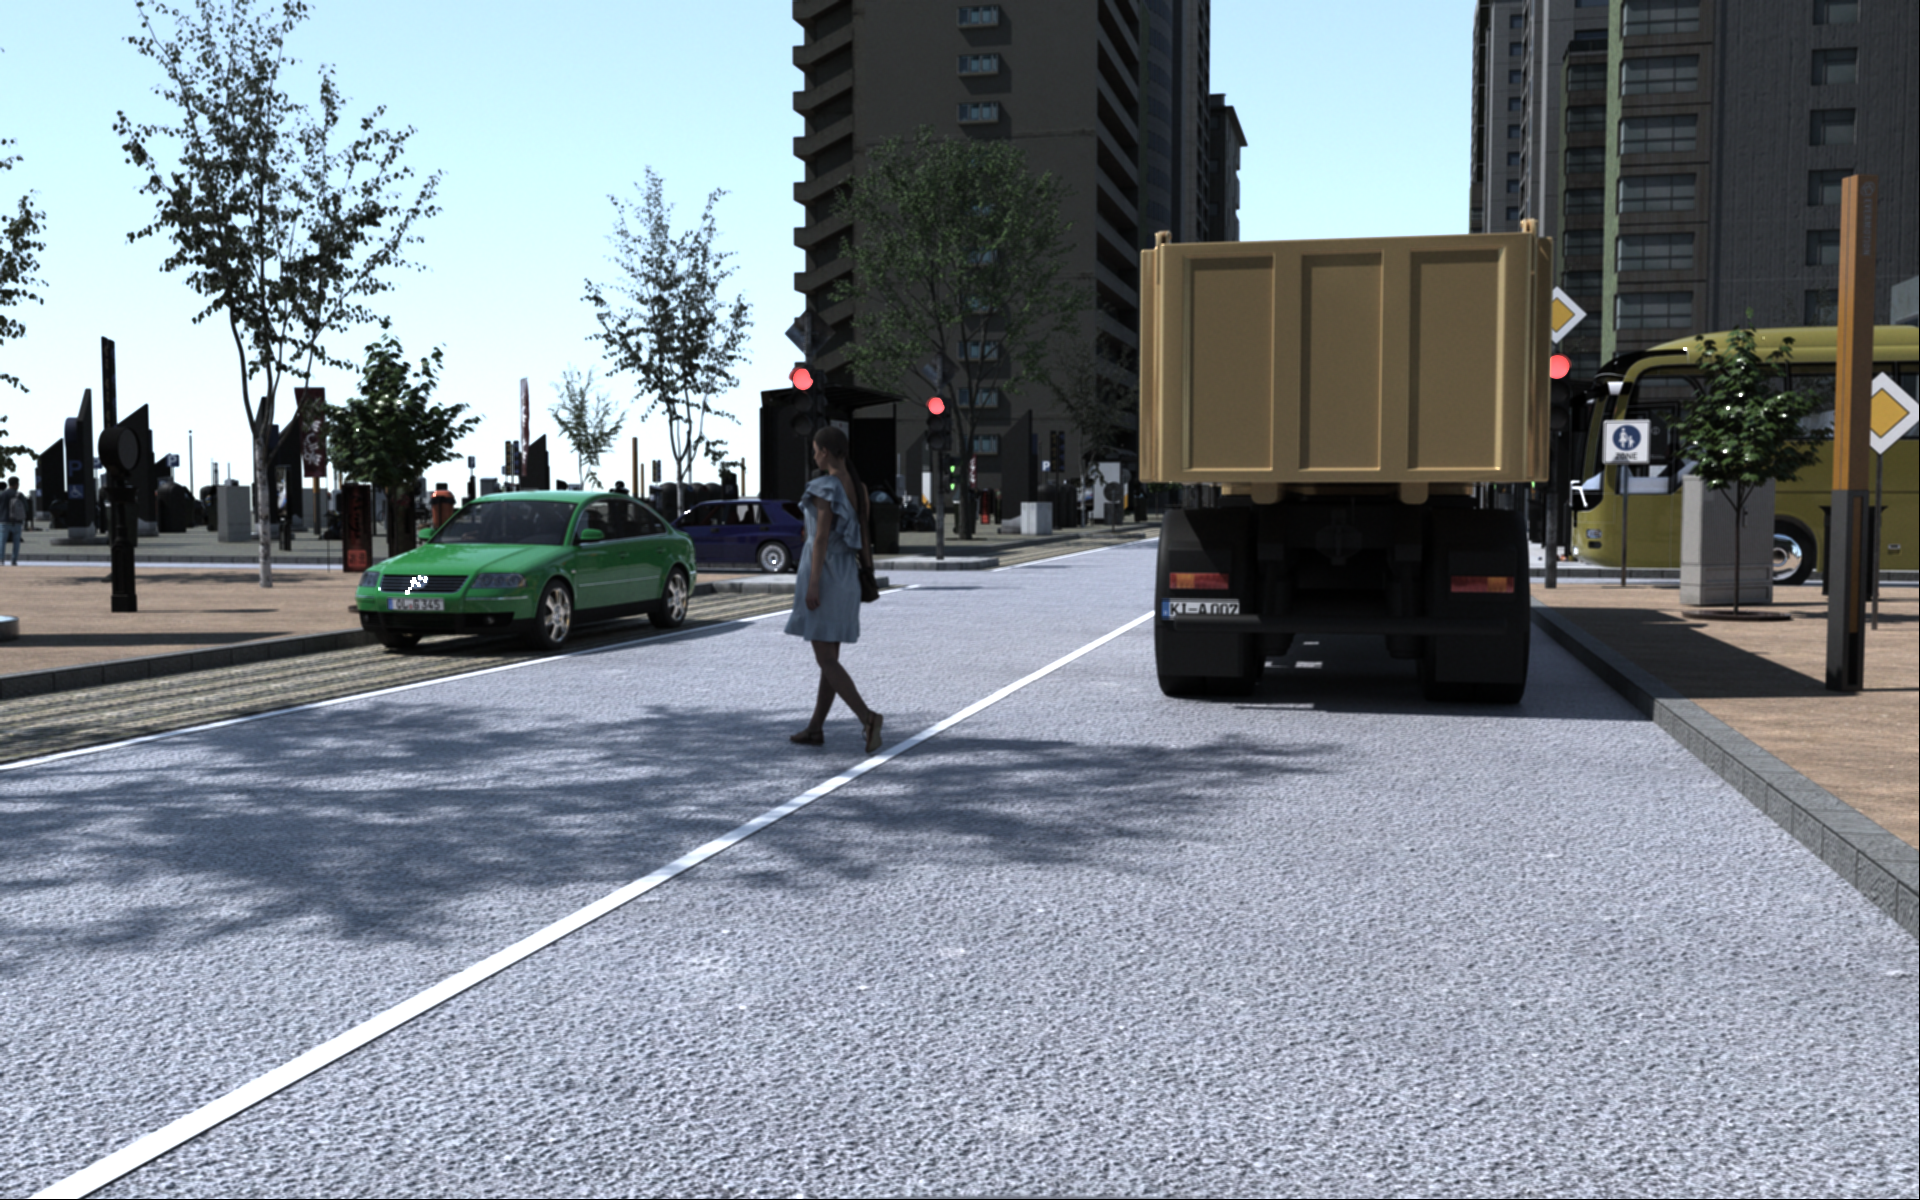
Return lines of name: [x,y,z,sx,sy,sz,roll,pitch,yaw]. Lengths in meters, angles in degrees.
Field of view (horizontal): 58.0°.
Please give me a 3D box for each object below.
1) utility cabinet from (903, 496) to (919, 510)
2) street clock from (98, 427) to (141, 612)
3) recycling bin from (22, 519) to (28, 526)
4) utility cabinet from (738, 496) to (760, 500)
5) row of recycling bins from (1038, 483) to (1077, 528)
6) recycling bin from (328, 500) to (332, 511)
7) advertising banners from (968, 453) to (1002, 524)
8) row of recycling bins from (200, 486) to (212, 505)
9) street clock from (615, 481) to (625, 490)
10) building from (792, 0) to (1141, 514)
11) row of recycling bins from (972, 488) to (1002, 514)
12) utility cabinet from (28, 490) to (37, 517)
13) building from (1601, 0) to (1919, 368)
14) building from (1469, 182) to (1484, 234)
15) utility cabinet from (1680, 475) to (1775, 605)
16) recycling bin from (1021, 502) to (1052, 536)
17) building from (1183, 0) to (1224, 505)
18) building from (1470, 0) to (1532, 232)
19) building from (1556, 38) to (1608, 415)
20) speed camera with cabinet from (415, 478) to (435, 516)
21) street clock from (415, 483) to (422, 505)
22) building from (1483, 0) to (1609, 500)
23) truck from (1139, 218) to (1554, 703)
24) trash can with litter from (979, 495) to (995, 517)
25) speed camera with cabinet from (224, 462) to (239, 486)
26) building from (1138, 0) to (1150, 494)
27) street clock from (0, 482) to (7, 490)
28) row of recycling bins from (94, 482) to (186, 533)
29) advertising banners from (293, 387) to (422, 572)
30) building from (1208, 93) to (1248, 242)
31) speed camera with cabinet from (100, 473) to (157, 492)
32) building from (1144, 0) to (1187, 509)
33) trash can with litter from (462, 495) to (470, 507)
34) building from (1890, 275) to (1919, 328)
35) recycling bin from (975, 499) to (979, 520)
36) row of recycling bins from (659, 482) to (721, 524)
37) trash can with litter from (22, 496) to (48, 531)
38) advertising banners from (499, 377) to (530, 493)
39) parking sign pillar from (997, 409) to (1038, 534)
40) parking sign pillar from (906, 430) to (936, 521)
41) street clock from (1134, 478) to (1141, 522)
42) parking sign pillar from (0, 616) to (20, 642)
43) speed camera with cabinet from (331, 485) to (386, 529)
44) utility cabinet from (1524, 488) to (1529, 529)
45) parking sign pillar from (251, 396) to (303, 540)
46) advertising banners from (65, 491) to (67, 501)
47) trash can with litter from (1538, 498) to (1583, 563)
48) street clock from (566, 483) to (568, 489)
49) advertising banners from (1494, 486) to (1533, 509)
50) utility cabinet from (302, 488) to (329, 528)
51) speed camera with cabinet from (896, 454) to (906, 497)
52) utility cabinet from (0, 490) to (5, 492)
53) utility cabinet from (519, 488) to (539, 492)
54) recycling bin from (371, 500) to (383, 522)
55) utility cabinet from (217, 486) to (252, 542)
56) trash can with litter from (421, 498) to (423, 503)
utility cabinet: [-1.751,-3.090,61.679,0.306,1.237,1.020,-1,4,-19]
street clock: [-9.100,-0.870,18.800,0.358,2.002,0.471,0,4,4]
recycling bin: [-37.588,-3.448,68.926,0.722,1.027,0.722,-1,4,-12]
utility cabinet: [-5.932,-2.337,49.368,0.306,1.237,1.020,-3,5,-44]
row of recycling bins: [3.760,-3.641,66.648,1.069,1.692,3.534,1,4,19]
recycling bin: [-26.229,-3.668,72.521,0.722,1.027,0.722,0,4,7]
advertising banners: [1.106,-4.752,73.878,2.074,3.025,0.090,3,5,40]
row of recycling bins: [-37.193,-4.854,86.482,1.069,1.692,3.534,-1,4,-14]
street clock: [-18.665,-5.536,95.079,0.471,2.002,0.358,1,4,22]
building: [0.581,-30.430,121.226,21.300,48.544,21.600,1,4,14]
row of recycling bins: [2.126,-6.273,109.668,3.534,1.692,1.069,2,4,30]
utility cabinet: [-50.314,-5.270,94.850,1.173,1.500,0.318,-3,5,-45]
building: [37.123,-24.245,79.997,14.154,41.232,14.086,1,4,14]
building: [73.711,-33.256,227.337,14.154,41.232,14.086,1,4,14]
utility cabinet: [8.867,-0.691,19.979,1.173,1.500,0.318,-2,4,-26]
recycling bin: [2.383,-2.524,53.824,0.722,1.027,0.722,-3,5,-43]
building: [21.690,-47.216,210.230,20.563,71.187,20.611,1,4,14]
building: [80.423,-49.258,243.612,20.563,71.187,20.611,1,4,14]
building: [45.913,-20.844,112.498,14.160,30.474,14.107,1,4,14]
speed camera with cabinet: [-29.591,-6.215,95.949,0.660,3.252,2.038,1,4,17]
street clock: [-29.075,-5.391,92.710,0.471,2.002,0.358,1,4,15]
building: [72.719,-40.544,204.888,21.231,58.520,28.212,1,4,14]
truck: [3.473,-1.206,15.644,3.469,3.379,9.791,1,4,13]
trash can with litter: [2.519,-5.516,101.243,2.233,1.210,1.678,3,5,41]
speed camera with cabinet: [-45.530,-6.895,107.073,0.660,3.252,2.038,1,4,20]
building: [7.256,-27.878,139.407,14.154,41.232,14.086,1,4,14]
street clock: [-55.790,-5.894,100.943,0.358,2.002,0.471,2,4,33]
row of recycling bins: [-27.460,-3.061,57.158,3.534,1.692,1.069,-3,4,-36]
advertising banners: [-9.832,-1.962,28.271,2.074,3.025,0.090,0,4,4]
building: [23.487,-39.500,235.055,28.713,52.752,27.495,1,4,14]
speed camera with cabinet: [-36.383,-4.975,75.676,2.038,3.252,0.660,-1,4,-14]
building: [8.890,-37.853,160.893,21.231,58.520,28.212,1,4,14]
trash can with litter: [-24.732,-4.722,88.266,2.233,1.210,1.678,0,4,-6]
building: [40.065,-44.378,38.248,31.000,86.520,22.319,1,4,14]
recycling bin: [0.475,-4.529,86.607,0.722,1.027,0.722,-2,4,-27]
row of recycling bins: [-9.574,-3.321,61.411,1.069,1.692,3.534,2,4,24]
trash can with litter: [-32.532,-2.994,60.003,1.678,1.210,2.233,0,4,-7]
advertising banners: [-6.902,-1.874,26.833,0.090,3.025,2.074,-2,4,-26]
parking sign pillar: [1.924,-4.118,55.797,1.447,3.967,1.447,-3,5,-41]
parking sign pillar: [-1.731,-5.209,73.636,1.447,3.967,1.447,-3,5,-41]
street clock: [8.086,-4.548,78.923,0.358,2.002,0.471,1,4,21]
parking sign pillar: [-9.010,-1.620,14.963,1.447,3.967,1.447,-2,4,-25]
speed camera with cabinet: [-21.849,-4.211,63.179,2.038,3.252,0.660,-1,4,-21]
utility cabinet: [20.373,-3.369,63.758,0.318,1.500,1.173,-2,4,-31]
parking sign pillar: [-19.431,-3.671,48.494,1.447,3.967,1.447,-2,4,-33]
advertising banners: [-51.371,-6.305,99.272,2.074,3.025,0.090,-3,5,-43]
trash can with litter: [11.984,-1.358,33.258,1.678,1.210,2.233,3,4,39]
street clock: [-24.662,-6.315,107.824,0.358,2.002,0.471,3,4,37]
advertising banners: [22.602,-4.519,70.078,2.074,3.025,0.090,1,4,20]
utility cabinet: [-24.394,-3.455,65.167,0.318,1.500,1.173,3,5,40]
speed camera with cabinet: [-2.630,-5.562,85.275,0.660,3.252,2.038,3,5,43]
utility cabinet: [-54.508,-5.517,98.886,0.318,1.500,1.173,1,4,9]
utility cabinet: [-16.707,-3.520,66.239,1.173,1.500,0.318,0,4,-3]
recycling bin: [-27.274,-4.146,80.337,0.722,1.027,0.722,3,5,43]
utility cabinet: [-19.390,-2.298,46.251,0.318,1.500,1.173,0,4,6]
trash can with litter: [-35.493,-6.255,113.321,2.233,1.210,1.678,-3,4,-38]
